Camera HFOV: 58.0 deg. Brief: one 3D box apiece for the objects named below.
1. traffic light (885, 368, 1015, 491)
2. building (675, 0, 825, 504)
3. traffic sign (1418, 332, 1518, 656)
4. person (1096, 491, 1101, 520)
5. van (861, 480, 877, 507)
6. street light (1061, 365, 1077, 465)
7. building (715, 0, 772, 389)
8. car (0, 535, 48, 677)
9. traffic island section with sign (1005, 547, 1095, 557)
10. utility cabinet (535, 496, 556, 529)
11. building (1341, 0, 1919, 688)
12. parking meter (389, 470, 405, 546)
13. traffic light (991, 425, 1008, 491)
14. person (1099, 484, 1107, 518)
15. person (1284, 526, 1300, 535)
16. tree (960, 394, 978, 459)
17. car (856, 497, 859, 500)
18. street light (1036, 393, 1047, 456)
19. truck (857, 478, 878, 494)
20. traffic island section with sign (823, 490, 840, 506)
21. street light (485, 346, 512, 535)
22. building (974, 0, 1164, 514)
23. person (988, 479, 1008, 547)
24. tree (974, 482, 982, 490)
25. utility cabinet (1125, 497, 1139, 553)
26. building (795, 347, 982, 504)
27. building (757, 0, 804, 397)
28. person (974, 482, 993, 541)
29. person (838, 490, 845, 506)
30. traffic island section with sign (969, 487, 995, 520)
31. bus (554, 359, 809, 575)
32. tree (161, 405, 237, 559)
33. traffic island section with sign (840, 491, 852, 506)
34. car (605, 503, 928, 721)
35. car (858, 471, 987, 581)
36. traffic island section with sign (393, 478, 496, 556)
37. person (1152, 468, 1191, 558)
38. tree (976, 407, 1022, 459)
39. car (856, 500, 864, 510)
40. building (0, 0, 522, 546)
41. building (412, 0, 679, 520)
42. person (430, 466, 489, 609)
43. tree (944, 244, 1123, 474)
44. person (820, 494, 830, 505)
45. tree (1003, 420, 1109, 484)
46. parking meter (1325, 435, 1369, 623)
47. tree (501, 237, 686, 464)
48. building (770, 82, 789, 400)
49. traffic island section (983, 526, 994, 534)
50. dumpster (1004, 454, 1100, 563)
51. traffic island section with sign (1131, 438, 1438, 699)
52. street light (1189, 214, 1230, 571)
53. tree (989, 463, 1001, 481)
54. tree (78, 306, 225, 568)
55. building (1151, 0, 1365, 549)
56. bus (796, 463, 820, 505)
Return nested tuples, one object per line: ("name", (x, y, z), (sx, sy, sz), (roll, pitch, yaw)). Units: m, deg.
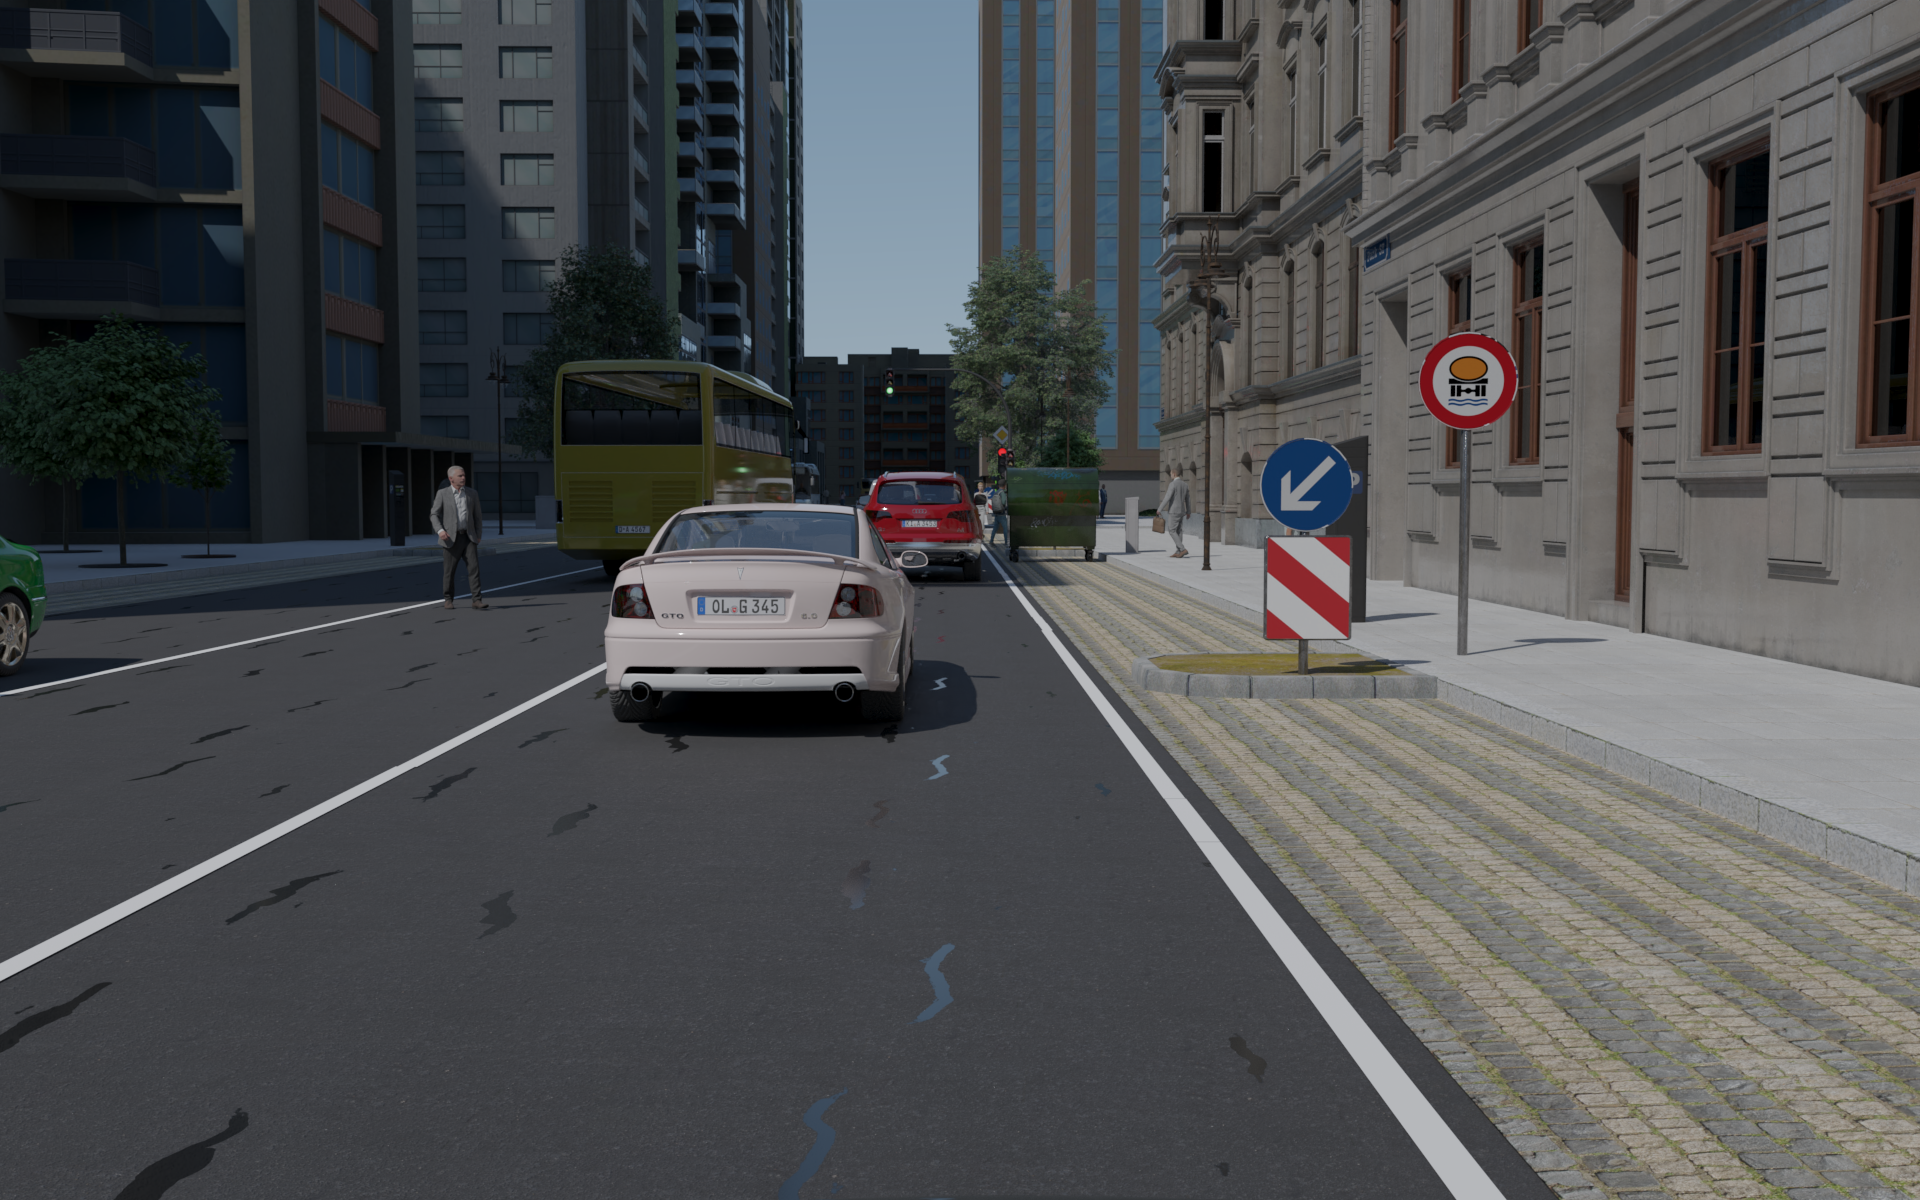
("traffic light", (-0.308, -5.382, 62.666), (4.771, 5.953, 1.251), (0, 4, -1))
("building", (-32.705, -54.746, 207.769), (31.000, 86.520, 22.319), (0, 4, -1))
("traffic sign", (4.000, -0.832, 13.715), (0.768, 2.556, 0.104), (0, 4, 6))
("person", (6.734, -4.860, 85.735), (0.478, 1.798, 0.641), (3, 4, 39))
("van", (-1.829, -2.579, 49.182), (2.013, 2.044, 4.112), (0, 4, -1))
("street light", (3.895, -5.475, 62.301), (0.468, 5.910, 1.993), (0, 4, -1))
("building", (-24.212, -30.711, 152.229), (14.600, 45.320, 14.200), (0, 4, -1))
("car", (-8.298, -0.209, 12.212), (1.959, 1.807, 4.718), (0, 4, -2))
("traffic island section with sign", (2.055, -1.935, 40.269), (1.989, 1.847, 2.006), (0, 4, -1))
("utility cabinet", (-15.009, -3.195, 63.399), (1.020, 1.237, 0.306), (1, 4, 12))
("building", (11.245, -11.011, 16.181), (11.583, 22.565, 21.152), (0, 4, -1))
("parking meter", (-13.873, -2.262, 42.688), (0.255, 1.863, 0.399), (-3, 5, -39))
("traffic light", (1.701, -5.009, 70.814), (0.839, 4.253, 0.868), (0, 4, -1))
("person", (7.519, -5.201, 91.260), (0.419, 1.800, 0.721), (3, 4, 38))
("person", (4.017, -0.660, 21.075), (0.590, 1.304, 0.306), (-1, 4, -14))
("tree", (3.611, -14.090, 156.131), (9.928, 11.665, 9.643), (0, 3, 0))
("car", (-10.479, -11.069, 192.779), (2.131, 1.459, 4.920), (0, 3, 0))
("street light", (3.741, -6.515, 79.305), (0.468, 5.910, 1.993), (0, 4, -1))
("truck", (-10.837, -13.280, 213.055), (3.469, 3.379, 9.791), (0, 4, -2))
("traffic island section with sign", (-13.319, -10.041, 172.791), (1.989, 1.847, 2.006), (0, 4, -1))
("street light", (-14.433, -4.985, 54.297), (0.468, 5.910, 1.993), (0, 4, -1))
("building", (8.506, -29.864, 138.387), (14.600, 45.320, 14.200), (0, 4, -1))
("person", (1.091, -2.324, 46.478), (0.713, 1.824, 0.794), (-1, 4, -12))
("tree", (2.303, -13.593, 216.846), (1.663, 3.219, 1.824), (0, 3, 0))
("utility cabinet", (3.796, -1.661, 38.326), (0.306, 1.237, 1.020), (0, 4, 5))
("building", (-7.545, -24.405, 244.052), (28.899, 21.520, 27.650), (0, 4, -1))
("building", (-32.559, -48.950, 238.584), (20.611, 71.187, 20.563), (0, 4, -1))
("person", (0.674, -2.657, 52.289), (0.694, 1.780, 0.624), (3, 5, 39))
("person", (-9.714, -8.167, 142.620), (0.593, 1.750, 0.643), (0, 4, 2))
("traffic island section with sign", (1.495, -5.320, 95.618), (1.989, 1.847, 2.006), (0, 4, -1))
("bus", (-5.014, -2.558, 33.366), (2.896, 3.916, 12.252), (0, 4, 1))
("tree", (-15.179, -2.469, 34.977), (1.663, 3.219, 1.824), (0, 3, 0))
("traffic island section with sign", (-13.603, -11.773, 201.115), (1.989, 1.847, 2.006), (0, 4, -1))
("car", (-1.277, 0.003, 12.306), (2.083, 1.381, 4.827), (0, 4, 0))
("car", (-0.659, -1.310, 30.094), (2.281, 1.827, 5.304), (0, 4, 0))
("traffic island section with sign", (-11.971, -1.948, 40.479), (1.989, 1.847, 2.006), (0, 4, -1))
("person", (4.333, -1.756, 34.882), (0.853, 1.813, 0.709), (3, 5, 44))
("tree", (3.387, -12.164, 149.250), (4.360, 8.622, 3.978), (0, 3, 0))
("car", (-5.931, -6.301, 115.388), (2.083, 1.381, 4.827), (0, 3, 0))
("building", (-30.015, -24.181, 49.983), (28.867, 44.769, 22.147), (0, 4, -1))
("building", (-22.555, -24.824, 89.463), (14.154, 41.232, 14.086), (0, 4, -1))
("person", (-6.166, -0.766, 21.425), (0.661, 1.777, 0.834), (-3, 5, -42))
("tree", (3.657, -11.100, 88.144), (9.857, 13.997, 8.962), (0, 3, 0))
("person", (-16.000, -12.244, 206.247), (1.348, 1.821, 0.705), (0, 4, 7))
("tree", (4.917, -5.622, 75.635), (4.285, 4.588, 4.351), (0, 3, 0))
("parking meter", (3.845, -0.709, 17.301), (0.399, 1.863, 0.255), (-1, 4, -8))
("tree", (-15.806, -9.818, 77.524), (9.611, 12.733, 9.660), (0, 3, 0))
("building", (-24.120, -29.552, 166.766), (14.154, 41.232, 14.086), (0, 4, -1))
("traffic island section", (1.823, -2.487, 62.943), (2.009, 0.180, 2.903), (0, 4, -1))
("dumpster", (1.922, -1.927, 36.457), (1.985, 2.255, 1.502), (0, 4, -1))
("traffic island section with sign", (2.330, -0.266, 12.984), (1.989, 1.847, 2.006), (0, 4, -1))
("street light", (4.146, -3.435, 28.945), (0.468, 5.910, 1.993), (0, 4, -1))
("tree", (3.468, -7.386, 104.478), (4.285, 4.588, 4.351), (0, 3, 0))
("tree", (-14.746, -2.866, 30.566), (4.285, 4.588, 4.351), (0, 3, 0))
("building", (12.405, -13.773, 44.268), (14.460, 24.649, 34.723), (0, 4, -1))
("bus", (-9.700, -6.468, 100.608), (2.948, 3.499, 13.247), (0, 4, -2))
